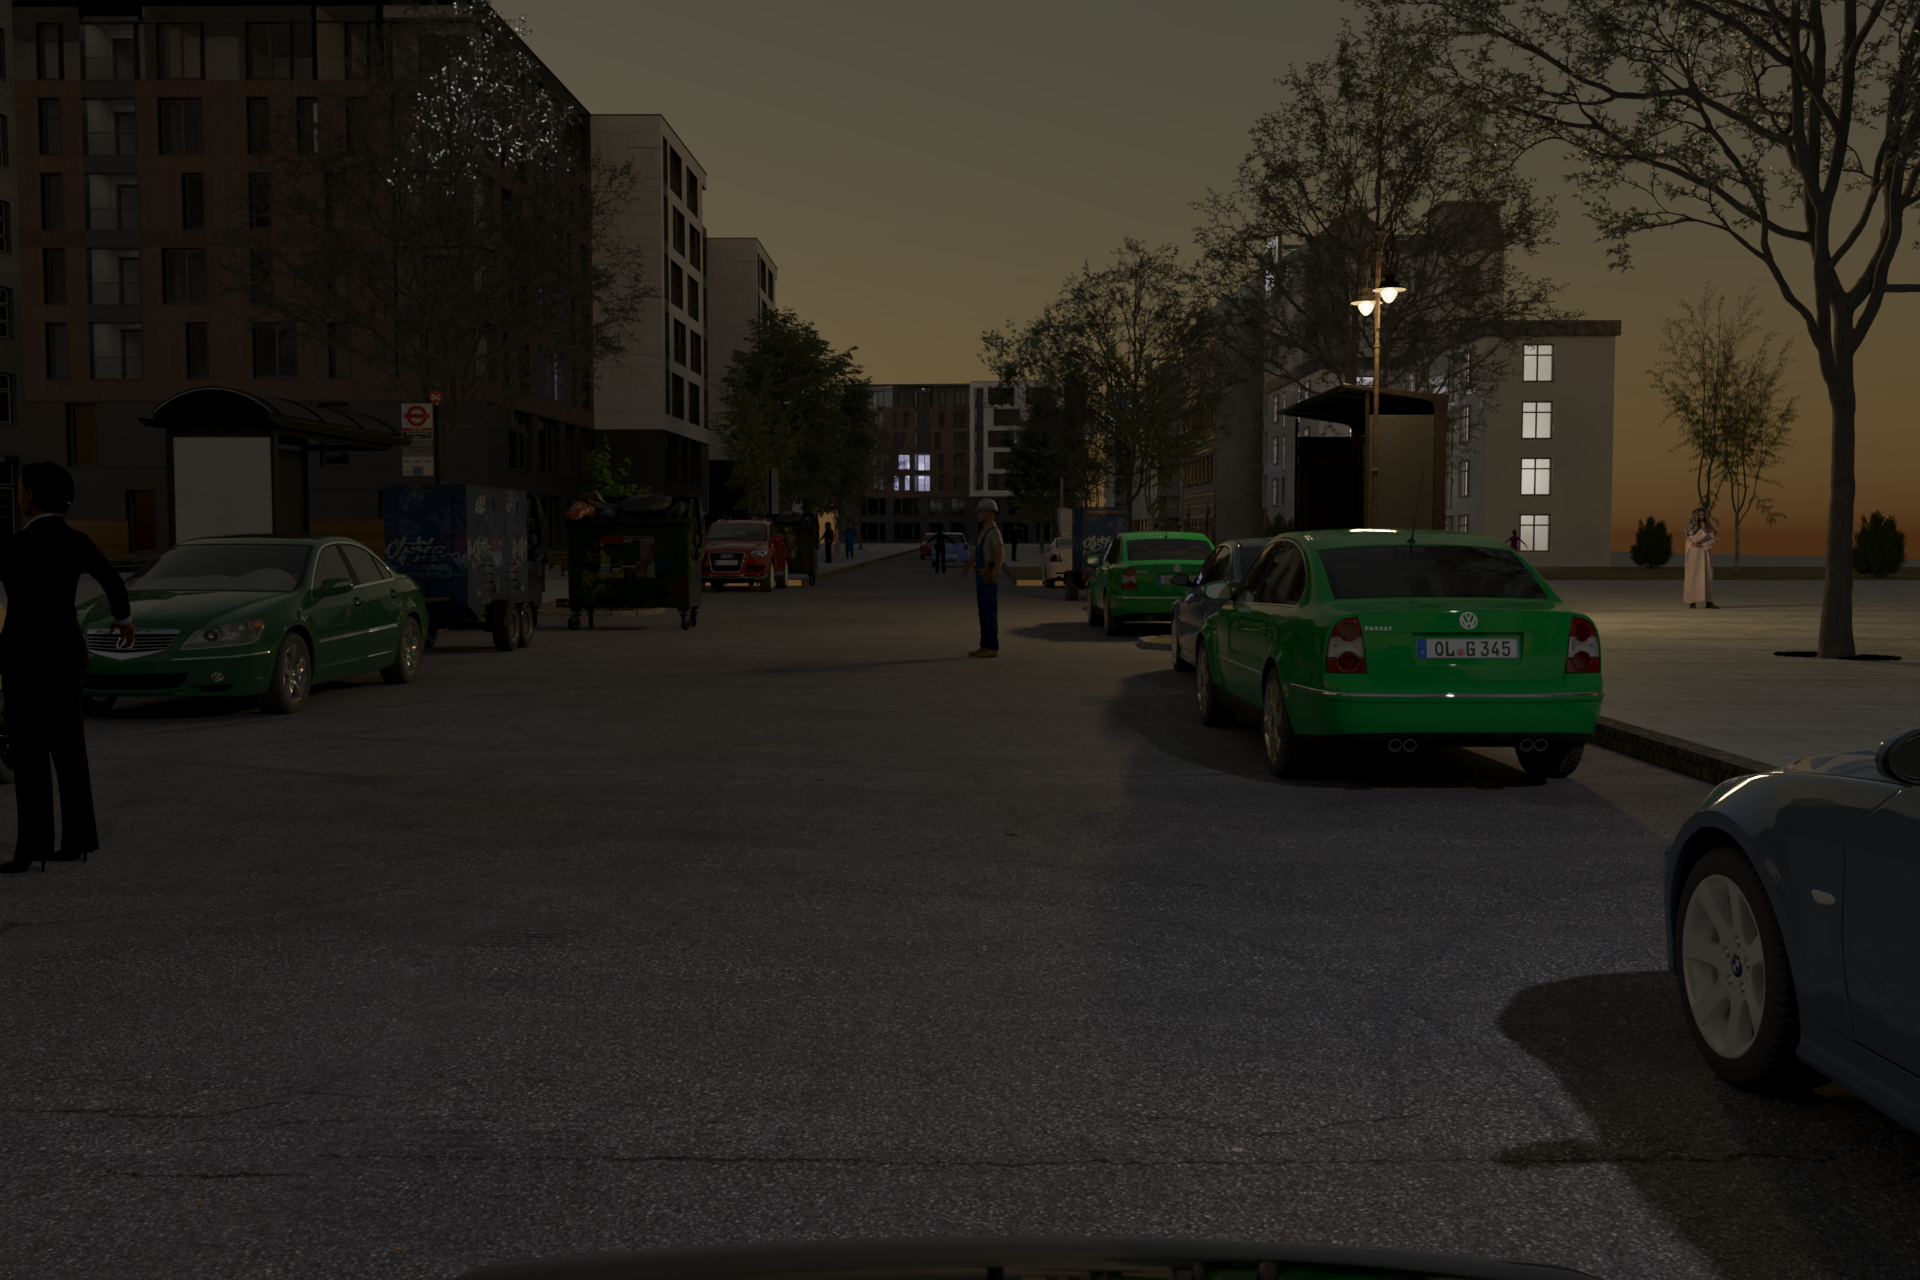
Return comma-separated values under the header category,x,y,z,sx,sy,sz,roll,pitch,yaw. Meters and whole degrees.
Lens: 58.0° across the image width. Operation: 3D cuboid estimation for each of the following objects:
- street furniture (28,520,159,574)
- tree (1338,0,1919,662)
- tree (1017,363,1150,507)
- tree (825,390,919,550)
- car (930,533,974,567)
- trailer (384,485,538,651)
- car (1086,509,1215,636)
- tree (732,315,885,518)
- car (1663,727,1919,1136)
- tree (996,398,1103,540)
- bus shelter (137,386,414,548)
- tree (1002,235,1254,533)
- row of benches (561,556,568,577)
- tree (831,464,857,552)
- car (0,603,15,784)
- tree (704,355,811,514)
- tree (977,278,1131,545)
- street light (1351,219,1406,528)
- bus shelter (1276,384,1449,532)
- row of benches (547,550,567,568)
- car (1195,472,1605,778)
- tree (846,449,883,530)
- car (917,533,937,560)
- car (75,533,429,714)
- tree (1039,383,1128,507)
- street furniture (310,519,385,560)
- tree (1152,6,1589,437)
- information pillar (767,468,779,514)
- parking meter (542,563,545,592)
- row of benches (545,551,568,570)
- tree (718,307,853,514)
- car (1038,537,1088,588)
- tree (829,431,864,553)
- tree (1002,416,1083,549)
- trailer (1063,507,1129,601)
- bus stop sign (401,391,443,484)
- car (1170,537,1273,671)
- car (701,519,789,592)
category,x,y,z,sx,sy,sz,roll,pitch,yaw
street furniture,-29.915,-3.158,58.490,9.812,1.723,11.010,1,4,18
tree,8.994,-6.546,17.393,12.009,13.543,11.850,0,3,0
tree,6.624,-9.748,93.798,7.601,10.594,8.767,-1,4,-10
tree,-8.295,-14.213,142.749,12.009,13.543,11.850,0,3,0
car,-0.378,-4.054,75.874,1.945,1.707,3.694,0,4,1
trailer,-6.164,-0.839,20.765,1.471,1.999,3.904,0,4,1
car,2.906,-1.033,25.692,1.959,1.807,4.718,0,4,-1
tree,-8.855,-11.851,100.418,9.857,13.997,8.962,0,3,0
car,2.864,0.549,3.021,2.014,1.417,4.499,0,4,-1
tree,5.976,-10.981,113.952,7.601,10.594,8.767,1,4,15
bus shelter,-10.226,-1.993,26.504,2.014,3.302,5.546,0,4,0
tree,6.980,-9.793,70.483,12.009,13.543,11.850,0,3,0
row of benches,-11.146,-2.340,53.730,1.422,0.672,4.104,1,4,17
tree,-8.706,-10.629,124.152,4.360,8.622,3.978,0,3,0
car,-6.261,0.100,8.585,2.015,1.641,3.980,0,3,0
tree,-8.497,-7.457,72.281,4.737,8.622,4.395,0,3,0
tree,7.210,-16.766,130.018,12.611,20.169,13.585,0,3,0
street light,6.214,-3.247,25.880,0.468,5.910,1.993,0,4,0
bus shelter,6.873,-2.378,30.171,1.731,3.624,6.357,0,4,1
row of benches,-14.529,-3.056,65.423,4.104,0.672,1.422,2,4,28
car,2.697,-0.168,11.544,1.959,1.807,4.718,0,4,-1
tree,-8.549,-11.093,131.728,4.360,8.622,3.978,0,3,0
car,-1.352,-5.491,98.826,2.155,1.783,4.494,0,3,0
car,-6.187,-0.213,15.284,2.131,1.459,4.920,0,4,1
tree,6.363,-7.953,80.399,4.360,8.622,3.978,0,3,0
street furniture,-18.494,-2.756,51.915,9.812,1.723,11.010,1,4,11
tree,9.385,-7.948,40.322,12.009,13.543,11.850,0,3,0
information pillar,-6.738,-4.354,62.501,0.184,3.620,1.656,0,4,2
parking meter,-9.413,-1.838,38.460,0.372,1.533,0.369,0,3,0
row of benches,-14.384,-2.841,61.919,4.104,0.672,1.422,1,4,12
tree,-8.827,-10.330,87.024,7.486,12.596,7.792,0,3,0
car,3.185,-2.138,47.325,2.083,1.381,4.827,0,4,0
tree,-8.203,-10.097,115.452,4.737,8.622,4.395,0,3,0
tree,7.163,-13.962,146.402,7.486,12.596,7.792,0,3,0
trailer,3.010,-1.904,38.171,1.471,1.999,3.904,0,4,-1
bus stop sign,-9.957,-2.667,32.305,0.855,3.939,0.416,0,4,0
car,3.073,-0.281,16.596,2.014,1.417,4.499,0,4,1
car,-5.612,-2.186,44.417,2.281,1.827,5.304,0,4,1
